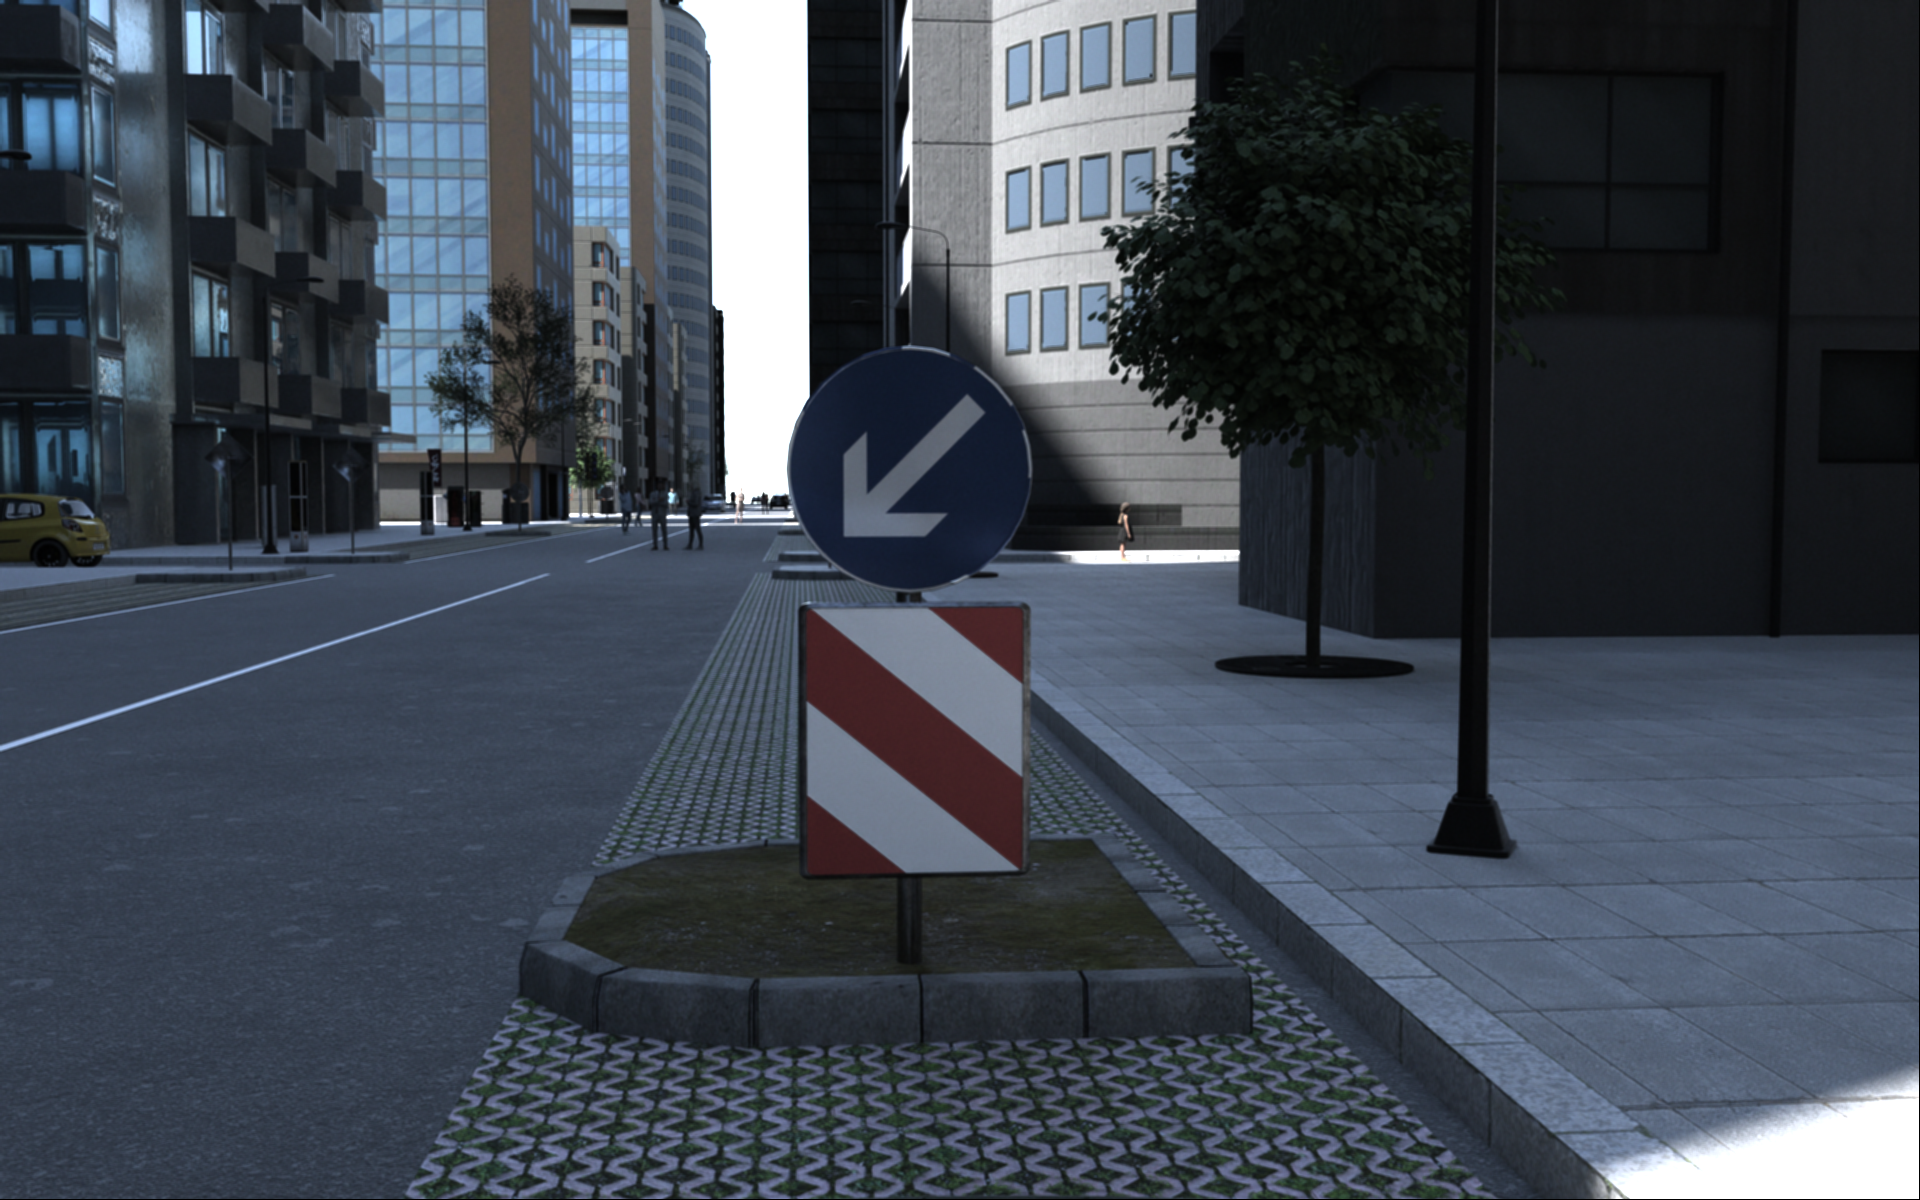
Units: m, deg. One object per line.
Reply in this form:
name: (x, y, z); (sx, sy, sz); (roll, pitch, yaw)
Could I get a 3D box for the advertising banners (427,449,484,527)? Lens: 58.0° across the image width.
advertising banners: (-19.576, -4.343, 67.192); (2.074, 3.025, 0.090); (-1, 4, -9)

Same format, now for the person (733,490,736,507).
person: (-24.095, -10.800, 185.070); (0.705, 1.826, 1.348); (0, 4, 4)

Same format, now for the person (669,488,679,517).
person: (-18.053, -6.151, 109.091); (0.660, 1.820, 0.620); (0, 4, -7)

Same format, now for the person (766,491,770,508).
person: (-20.404, -10.688, 183.968); (1.217, 1.735, 0.721); (3, 5, 43)

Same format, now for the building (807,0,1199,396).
building: (0.905, -18.217, 69.544); (14.160, 30.474, 14.107); (0, 4, -5)

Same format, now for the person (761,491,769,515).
person: (-13.421, -6.676, 119.114); (0.415, 1.643, 0.593); (3, 5, 44)

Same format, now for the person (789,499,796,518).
person: (-9.689, -5.704, 101.873); (0.709, 1.813, 0.853); (-1, 4, -15)

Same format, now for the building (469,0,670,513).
building: (-32.400, -30.401, 147.163); (14.600, 45.320, 14.200); (0, 4, -5)

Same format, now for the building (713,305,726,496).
building: (-42.590, -29.861, 259.930); (14.160, 30.474, 14.107); (0, 4, -5)

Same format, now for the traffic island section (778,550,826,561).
traffic island section: (-2.967, -0.961, 37.998); (2.009, 0.180, 2.903); (0, 4, -5)

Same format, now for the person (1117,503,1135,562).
person: (3.506, -1.428, 36.523); (0.373, 1.253, 0.362); (0, 4, -2)

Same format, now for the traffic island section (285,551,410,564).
traffic island section: (-13.016, -0.905, 37.083); (2.009, 0.180, 2.903); (0, 4, -5)

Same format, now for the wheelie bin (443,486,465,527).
wheelie bin: (-19.831, -3.681, 68.093); (0.980, 1.594, 0.693); (0, 4, -7)

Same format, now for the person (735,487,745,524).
person: (-10.492, -4.522, 82.773); (0.599, 1.781, 0.374); (-2, 4, -29)

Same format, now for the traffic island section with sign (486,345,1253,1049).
traffic island section with sign: (-0.306, 0.197, 5.415); (1.989, 1.847, 2.006); (0, 4, -5)

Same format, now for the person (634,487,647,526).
person: (-14.222, -4.131, 76.632); (0.643, 1.750, 0.593); (-3, 5, -41)

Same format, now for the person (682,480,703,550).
person: (-6.868, -2.193, 44.540); (0.526, 1.800, 0.537); (-1, 4, -15)

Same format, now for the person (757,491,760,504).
person: (-28.740, -14.582, 246.932); (0.705, 1.822, 1.348); (0, 4, 2)

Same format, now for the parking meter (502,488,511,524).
parking meter: (-19.537, -4.046, 74.558); (0.372, 1.533, 0.369); (0, 3, 0)

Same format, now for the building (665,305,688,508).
building: (-41.440, -19.793, 168.661); (27.650, 21.520, 28.899); (0, 4, -5)

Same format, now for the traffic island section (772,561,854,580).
traffic island section: (-2.236, -0.475, 30.047); (2.009, 0.180, 2.903); (0, 4, -5)

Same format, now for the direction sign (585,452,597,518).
direction sign: (-19.923, -6.215, 93.608); (0.379, 3.537, 0.876); (2, 4, 29)

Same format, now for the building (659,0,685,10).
building: (-44.930, -56.436, 235.398); (22.319, 86.520, 31.000); (0, 4, -5)

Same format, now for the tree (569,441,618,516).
tree: (-22.192, -7.318, 103.363); (4.285, 4.588, 4.351); (0, 3, 0)

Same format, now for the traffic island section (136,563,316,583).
traffic island section: (-12.285, -0.419, 29.131); (2.009, 0.180, 2.903); (0, 4, -5)

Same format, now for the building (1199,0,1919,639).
building: (10.030, -15.301, 21.878); (14.160, 30.474, 14.107); (0, 4, -5)

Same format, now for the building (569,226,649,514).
building: (-37.887, -17.135, 125.204); (27.650, 21.520, 28.899); (0, 4, -5)

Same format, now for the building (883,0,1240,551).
building: (12.339, -30.924, 47.603); (28.212, 58.520, 21.231); (0, 4, -5)

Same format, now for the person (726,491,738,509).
person: (-21.514, -9.435, 163.582); (1.217, 1.723, 0.721); (-1, 4, -19)

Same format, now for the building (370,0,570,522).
building: (-26.766, -26.529, 83.862); (14.600, 45.320, 14.200); (0, 4, -5)

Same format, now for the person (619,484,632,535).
person: (-11.798, -3.200, 61.085); (0.793, 1.790, 0.793); (0, 4, -4)

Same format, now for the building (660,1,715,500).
building: (-40.785, -40.670, 206.958); (21.231, 58.520, 28.212); (0, 4, -5)

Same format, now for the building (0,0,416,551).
building: (-29.817, -26.263, 49.003); (23.786, 49.044, 30.456); (0, 4, -5)

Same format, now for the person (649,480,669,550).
person: (-7.715, -2.186, 44.426); (0.511, 1.800, 0.466); (-1, 4, -16)
